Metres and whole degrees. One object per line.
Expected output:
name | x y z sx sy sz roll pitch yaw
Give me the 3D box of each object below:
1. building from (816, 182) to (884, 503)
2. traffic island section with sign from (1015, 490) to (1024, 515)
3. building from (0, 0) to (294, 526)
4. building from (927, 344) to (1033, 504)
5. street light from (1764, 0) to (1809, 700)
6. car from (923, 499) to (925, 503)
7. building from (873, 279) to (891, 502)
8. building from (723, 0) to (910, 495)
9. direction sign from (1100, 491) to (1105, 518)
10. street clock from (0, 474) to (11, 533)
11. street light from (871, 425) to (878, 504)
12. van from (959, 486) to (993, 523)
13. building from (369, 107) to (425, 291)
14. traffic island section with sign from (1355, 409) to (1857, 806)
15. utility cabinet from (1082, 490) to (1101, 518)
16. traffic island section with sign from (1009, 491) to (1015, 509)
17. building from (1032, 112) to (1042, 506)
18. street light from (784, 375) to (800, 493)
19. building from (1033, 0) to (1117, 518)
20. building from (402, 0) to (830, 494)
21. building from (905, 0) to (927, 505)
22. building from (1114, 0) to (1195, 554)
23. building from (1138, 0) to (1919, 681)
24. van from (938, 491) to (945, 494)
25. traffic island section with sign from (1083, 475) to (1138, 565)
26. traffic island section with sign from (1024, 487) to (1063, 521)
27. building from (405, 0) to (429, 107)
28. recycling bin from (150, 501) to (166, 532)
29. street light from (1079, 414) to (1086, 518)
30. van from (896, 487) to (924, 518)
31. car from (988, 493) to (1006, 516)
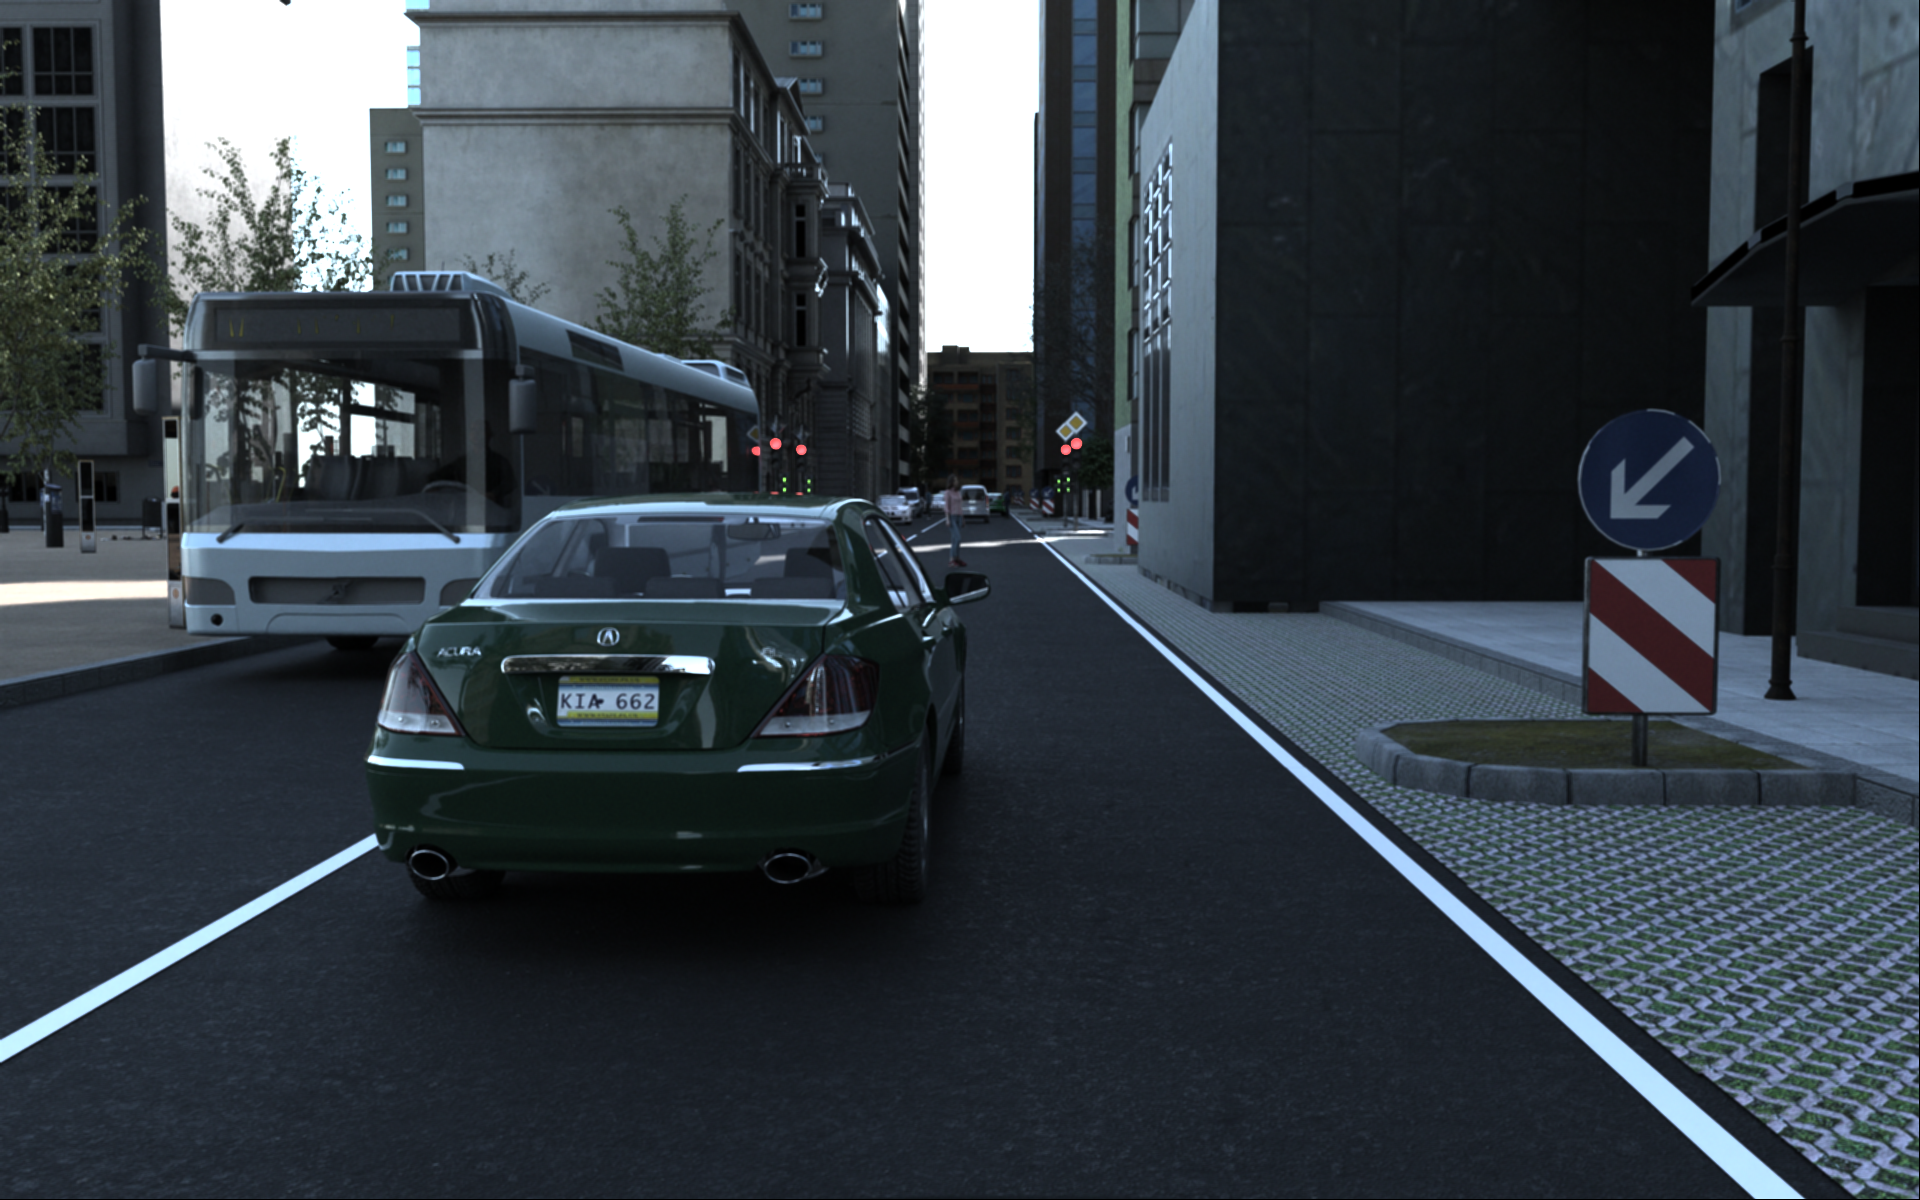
building | -12.269 -16.573 112.768 13.314 21.916 24.055 0 4 1
traffic island section with sign | 4.948 -6.710 118.343 1.989 1.847 2.006 0 4 1
building | -42.979 -17.132 73.622 24.014 27.812 14.314 0 4 1
building | -0.442 -24.137 239.677 28.899 21.520 27.650 0 4 1
street light | 5.142 -2.318 10.682 0.468 5.910 1.993 0 4 1
car | -2.530 -9.094 161.269 1.945 1.354 3.894 0 4 2
building | -10.970 -17.051 133.529 10.420 20.320 16.860 0 4 1
building | -15.534 -32.345 152.548 21.300 48.544 21.600 0 4 1
direction sign | 7.712 -6.251 94.208 0.876 3.537 0.379 -1 4 -20
street clock | -31.586 -3.219 57.194 0.471 2.002 0.358 1 4 15
street light | -5.671 -8.654 114.280 0.468 5.910 1.993 0 4 1
van | 0.648 -4.890 86.965 2.013 2.044 4.112 0 4 0
building | -56.336 -35.714 207.632 21.600 48.544 21.300 0 4 1
traffic island section with sign | 3.120 -0.014 8.857 1.989 1.847 2.006 0 4 1
utility cabinet | 7.033 -5.140 92.722 0.318 1.500 1.173 3 5 43
traffic island section with sign | 5.796 -9.795 168.769 1.989 1.847 2.006 0 4 1
building | 14.906 -30.879 188.471 14.154 41.232 14.086 0 4 1
street light | -6.500 -5.767 67.086 0.468 5.910 1.993 0 4 1
building | 11.698 -27.654 102.259 14.600 45.320 14.200 0 4 1
building | -13.654 -16.164 83.368 14.460 24.649 34.723 0 4 1
building | -14.610 -47.031 207.215 20.611 71.187 20.563 0 4 1
building | 11.001 -22.094 44.834 14.154 41.232 14.086 0 4 1
building | 14.103 -42.828 12.910 22.319 86.520 31.000 0 4 1
van | -1.922 -12.383 209.467 2.013 2.044 4.112 0 4 -1
traffic island section with sign | 3.572 -1.662 35.808 1.989 1.847 2.006 0 4 1
traffic island section with sign | 4.513 -5.062 91.391 1.989 1.847 2.006 0 4 1
building | -61.589 -56.470 235.959 31.000 86.520 22.319 0 4 1
recycling bin | -27.086 -2.833 58.866 0.722 1.027 0.722 -3 4 -38
street light | 6.578 -7.441 94.441 0.468 5.910 1.993 0 4 1
van | -3.209 -6.098 106.721 2.013 2.044 4.112 0 4 1
car | 2.100 -6.374 113.007 1.959 1.807 4.718 0 4 -1
